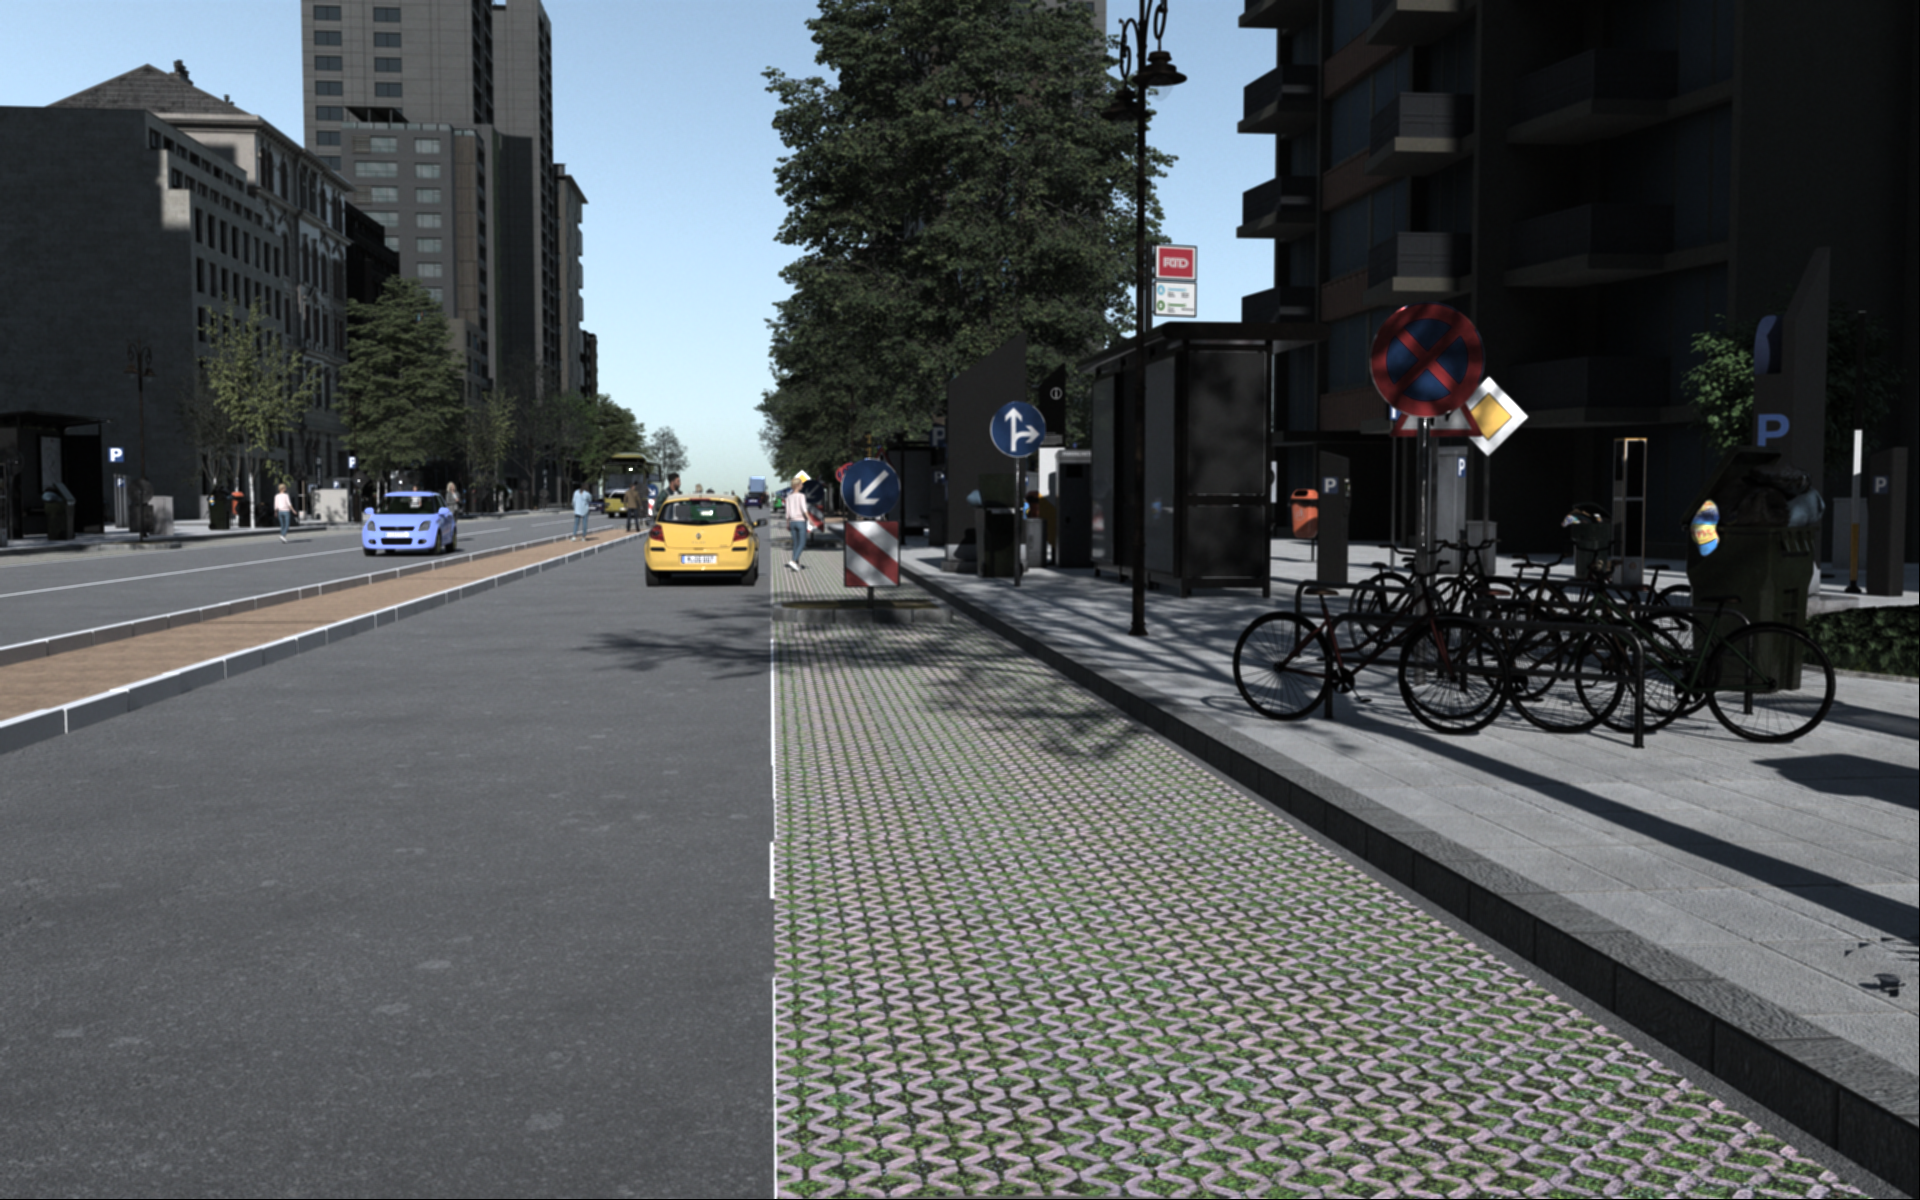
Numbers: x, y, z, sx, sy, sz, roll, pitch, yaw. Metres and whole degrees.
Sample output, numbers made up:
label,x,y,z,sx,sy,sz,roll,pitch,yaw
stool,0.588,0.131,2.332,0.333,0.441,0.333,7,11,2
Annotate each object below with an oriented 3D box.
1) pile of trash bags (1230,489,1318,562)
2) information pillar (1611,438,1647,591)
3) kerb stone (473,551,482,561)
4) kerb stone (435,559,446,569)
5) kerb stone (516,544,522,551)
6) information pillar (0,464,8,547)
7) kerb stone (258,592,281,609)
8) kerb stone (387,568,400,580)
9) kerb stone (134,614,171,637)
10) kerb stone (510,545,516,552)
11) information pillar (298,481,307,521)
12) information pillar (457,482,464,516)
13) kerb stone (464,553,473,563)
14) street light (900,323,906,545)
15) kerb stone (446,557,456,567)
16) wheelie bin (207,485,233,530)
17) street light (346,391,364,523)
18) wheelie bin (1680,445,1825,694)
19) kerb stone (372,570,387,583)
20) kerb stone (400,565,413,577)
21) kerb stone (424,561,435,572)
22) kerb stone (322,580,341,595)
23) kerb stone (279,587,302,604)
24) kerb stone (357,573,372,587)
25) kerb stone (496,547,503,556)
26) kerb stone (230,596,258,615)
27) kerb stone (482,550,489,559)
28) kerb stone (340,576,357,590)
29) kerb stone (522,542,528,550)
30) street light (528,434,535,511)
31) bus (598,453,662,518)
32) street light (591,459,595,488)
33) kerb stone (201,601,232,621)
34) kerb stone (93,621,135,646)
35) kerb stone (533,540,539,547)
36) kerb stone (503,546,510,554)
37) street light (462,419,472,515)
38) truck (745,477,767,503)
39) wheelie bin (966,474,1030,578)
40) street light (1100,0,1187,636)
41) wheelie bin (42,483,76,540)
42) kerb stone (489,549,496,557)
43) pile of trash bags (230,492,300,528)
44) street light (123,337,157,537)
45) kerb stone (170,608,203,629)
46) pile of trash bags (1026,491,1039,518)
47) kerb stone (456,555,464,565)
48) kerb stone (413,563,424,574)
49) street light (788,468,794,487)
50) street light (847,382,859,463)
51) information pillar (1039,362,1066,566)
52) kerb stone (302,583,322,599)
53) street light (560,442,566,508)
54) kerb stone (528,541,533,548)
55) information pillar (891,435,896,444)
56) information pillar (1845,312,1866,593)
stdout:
label,x,y,z,sx,sy,sz,roll,pitch,yaw
pile of trash bags,5.557,-1.467,33.732,1.912,1.369,3.447,-3,5,-44
information pillar,8.851,-1.127,22.925,0.304,2.012,0.304,0,4,-6
kerb stone,-10.451,-0.911,37.112,0.120,0.150,1.000,0,4,-6
kerb stone,-10.010,-0.663,33.036,0.120,0.150,1.000,0,4,-6
kerb stone,-11.124,-1.286,43.238,0.120,0.150,1.000,0,4,-6
information pillar,-23.184,-2.275,41.688,0.304,2.012,0.304,0,4,1
kerb stone,-8.784,0.024,21.809,0.120,0.150,1.000,0,4,-6
kerb stone,-9.569,-0.410,28.940,0.120,0.150,1.000,0,4,-6
kerb stone,-8.339,0.274,17.722,0.120,0.150,1.000,0,4,-6
kerb stone,-11.022,-1.225,42.218,0.120,0.150,1.000,0,4,-6
information pillar,-31.858,-4.854,83.861,0.304,2.012,0.304,0,4,5
information pillar,-29.683,-6.017,102.869,0.304,2.012,0.304,0,4,-3
kerb stone,-10.349,-0.850,36.090,0.120,0.150,1.000,0,4,-6
street light,-1.445,-4.323,43.470,0.468,5.910,1.993,0,4,-6
kerb stone,-10.119,-0.723,34.058,0.120,0.150,1.000,0,4,-6
wheelie bin,-26.472,-3.308,62.000,0.693,1.594,0.980,0,4,0
street light,-27.069,-6.409,77.576,0.468,5.910,1.993,0,4,-6
wheelie bin,5.226,-0.213,11.397,0.980,1.594,0.693,-3,4,-38
kerb stone,-9.449,-0.350,27.914,0.120,0.150,1.000,0,4,-6
kerb stone,-9.674,-0.475,29.966,0.120,0.150,1.000,0,4,-6
kerb stone,-9.906,-0.600,32.002,0.120,0.150,1.000,0,4,-6
kerb stone,-9.115,-0.163,24.862,0.120,0.150,1.000,0,4,-6
kerb stone,-8.904,-0.039,22.825,0.120,0.150,1.000,0,4,-6
kerb stone,-9.347,-0.285,26.896,0.120,0.150,1.000,0,4,-6
kerb stone,-10.796,-1.099,40.172,0.120,0.150,1.000,0,4,-6
kerb stone,-8.675,0.086,20.793,0.120,0.150,1.000,0,4,-6
kerb stone,-10.568,-0.974,38.133,0.120,0.150,1.000,0,4,-6
kerb stone,-9.232,-0.225,25.880,0.120,0.150,1.000,0,4,-6
kerb stone,-11.241,-1.343,44.254,0.120,0.150,1.000,0,4,-6
street light,-33.202,-9.866,134.094,0.468,5.910,1.993,0,4,-6
bus,-20.174,-7.062,107.017,2.896,3.916,12.252,0,4,-5
street light,-38.572,-12.821,182.405,0.468,5.910,1.993,0,4,-6
kerb stone,-8.561,0.152,19.772,0.120,0.150,1.000,0,4,-6
kerb stone,-8.226,0.336,16.705,0.120,0.150,1.000,0,4,-6
kerb stone,-11.459,-1.475,46.318,0.120,0.150,1.000,0,4,-6
kerb stone,-10.908,-1.159,41.202,0.120,0.150,1.000,0,4,-6
street light,-30.255,-8.159,106.185,0.468,5.910,1.993,0,4,-6
truck,-30.868,-16.638,261.793,2.967,4.110,18.799,0,4,-4
wheelie bin,0.563,-1.155,26.789,0.980,1.594,0.693,-1,4,-15
street light,1.621,-2.617,15.574,0.468,5.910,1.993,0,4,-6
wheelie bin,-25.099,-2.466,48.226,0.693,1.594,0.980,0,4,-5
kerb stone,-10.686,-1.037,39.156,0.120,0.150,1.000,0,4,-6
pile of trash bags,-27.452,-3.543,67.681,3.447,1.369,1.912,2,4,35
street light,-24.139,-4.790,51.111,0.468,5.910,1.993,0,4,-6
kerb stone,-8.451,0.213,18.748,0.120,0.150,1.000,0,4,-6
pile of trash bags,2.948,-2.068,43.563,3.447,1.369,1.912,3,5,43
kerb stone,-10.240,-0.788,35.074,0.120,0.150,1.000,0,4,-6
kerb stone,-9.791,-0.537,30.983,0.120,0.150,1.000,0,4,-6
street light,-27.714,-19.033,283.969,0.468,5.910,1.993,0,4,-6
street light,-4.430,-6.030,71.375,0.468,5.910,1.993,0,4,-6
information pillar,1.656,-2.417,30.879,0.504,3.616,0.183,1,4,22
kerb stone,-9.010,-0.101,23.842,0.120,0.150,1.000,0,4,-6
street light,-35.427,-11.112,154.476,0.468,5.910,1.993,0,4,-6
kerb stone,-11.349,-1.412,45.285,0.120,0.150,1.000,0,4,-6
information pillar,-2.461,-4.483,64.653,0.183,3.616,0.504,1,4,16
information pillar,11.673,-1.907,22.532,0.183,3.616,0.504,2,4,26
